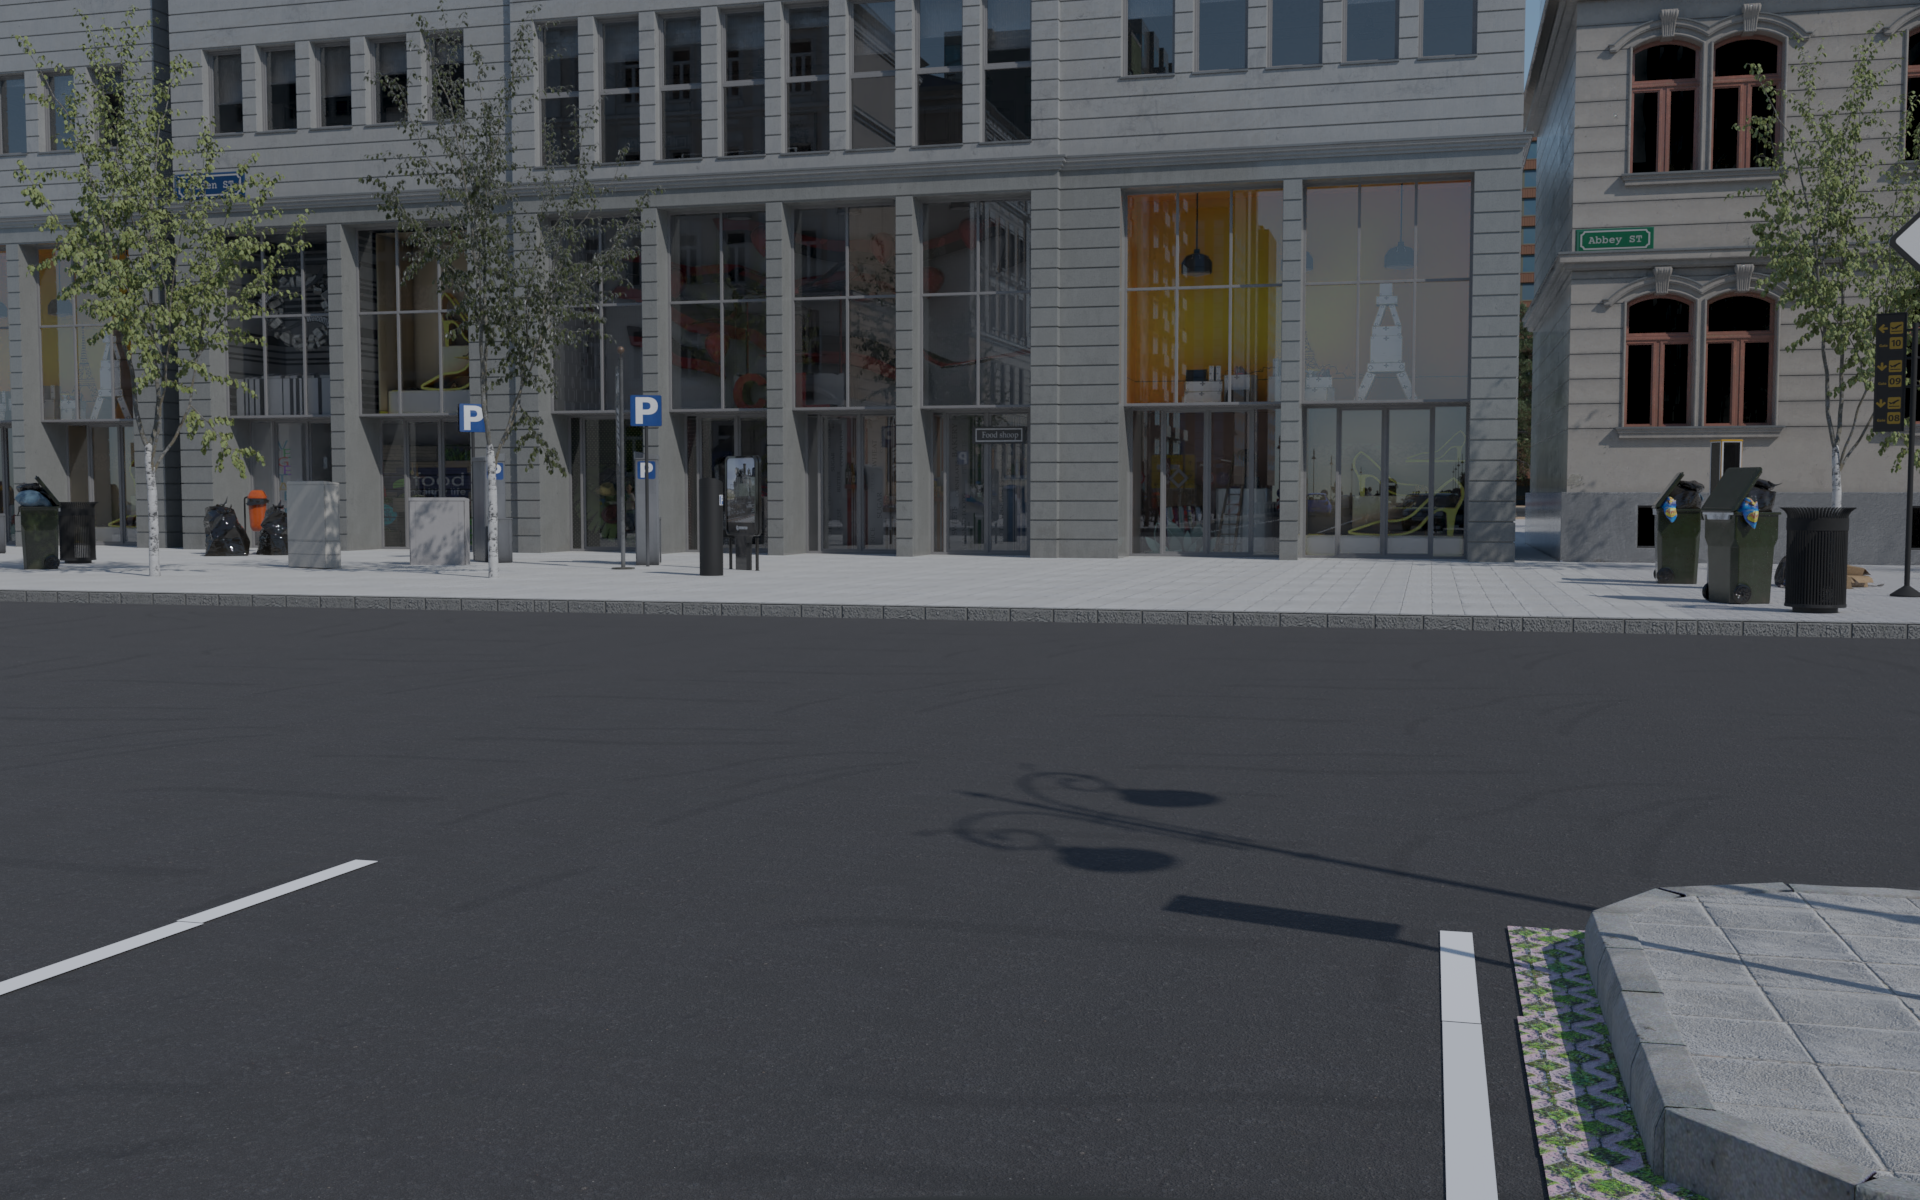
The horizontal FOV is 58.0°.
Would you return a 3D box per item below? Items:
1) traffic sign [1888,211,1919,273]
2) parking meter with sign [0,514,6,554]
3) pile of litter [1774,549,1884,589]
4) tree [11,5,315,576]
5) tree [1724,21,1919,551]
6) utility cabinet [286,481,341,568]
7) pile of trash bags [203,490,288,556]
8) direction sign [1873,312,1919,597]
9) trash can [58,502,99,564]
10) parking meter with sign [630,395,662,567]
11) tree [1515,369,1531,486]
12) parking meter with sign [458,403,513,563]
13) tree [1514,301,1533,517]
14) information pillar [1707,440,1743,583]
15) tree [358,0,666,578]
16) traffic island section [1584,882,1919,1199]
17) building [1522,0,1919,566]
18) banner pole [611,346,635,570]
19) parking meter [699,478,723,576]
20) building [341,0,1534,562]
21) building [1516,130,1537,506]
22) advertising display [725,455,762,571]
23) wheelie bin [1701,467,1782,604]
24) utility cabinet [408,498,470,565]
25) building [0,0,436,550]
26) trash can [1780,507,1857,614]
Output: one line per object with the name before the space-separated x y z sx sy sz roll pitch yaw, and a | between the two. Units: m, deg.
traffic sign | 2.629 -0.031 4.144 0.795 2.450 0.064 1 4 15
parking meter with sign | -21.430 -2.494 37.032 1.738 3.016 0.543 -2 4 -27
pile of litter | 12.006 -0.606 23.872 1.719 0.858 1.176 -1 4 -9
tree | -12.393 -4.663 26.596 4.737 8.622 4.395 0 3 0
tree | 14.188 -4.716 27.471 4.737 8.622 4.395 0 3 0
utility cabinet | -11.151 -1.298 29.904 1.173 1.500 0.318 3 4 38
pile of trash bags | -15.260 -1.688 37.344 1.912 1.369 3.447 -1 4 -19
direction sign | 11.841 -1.808 21.559 0.876 3.537 0.379 3 4 38
trash can | -16.321 -1.246 32.023 0.748 1.137 0.748 0 3 0
parking meter with sign | -5.645 -2.148 31.388 0.543 3.016 1.738 -1 4 -8
tree | 36.686 -12.412 119.942 9.611 12.733 9.660 0 3 0
parking meter with sign | -8.945 -2.237 32.833 0.543 3.016 1.738 -2 4 -34
tree | 30.240 -10.565 94.794 6.751 12.117 7.091 0 3 0
information pillar | 10.370 -1.162 23.495 0.304 2.012 0.304 0 4 -5
tree | -6.908 -4.641 26.247 4.360 8.622 3.978 0 3 0
traffic island section | 2.653 1.105 4.215 2.009 0.180 2.903 1 4 15
building | 23.681 -15.137 34.888 23.554 28.519 14.401 1 4 15
banner pole | -5.827 -2.425 29.674 0.401 3.779 0.863 -1 4 -20
parking meter | -3.910 -1.150 27.212 0.372 1.533 0.369 0 3 0
building | -2.398 -16.092 40.604 29.804 29.767 11.434 1 4 15
building | 61.950 -33.096 195.737 28.867 44.769 22.147 1 4 15
advertising display | -3.657 -1.469 29.232 0.123 1.923 0.974 -3 4 -39
wheelie bin | 9.207 -0.766 20.429 0.693 1.594 0.980 -1 4 -11
utility cabinet | -9.425 -1.236 31.370 1.020 1.237 0.306 0 4 1
building | -31.600 -16.617 49.183 29.804 29.767 11.434 1 4 15
trash can | 9.289 -0.436 18.785 0.748 1.137 0.748 0 3 0
